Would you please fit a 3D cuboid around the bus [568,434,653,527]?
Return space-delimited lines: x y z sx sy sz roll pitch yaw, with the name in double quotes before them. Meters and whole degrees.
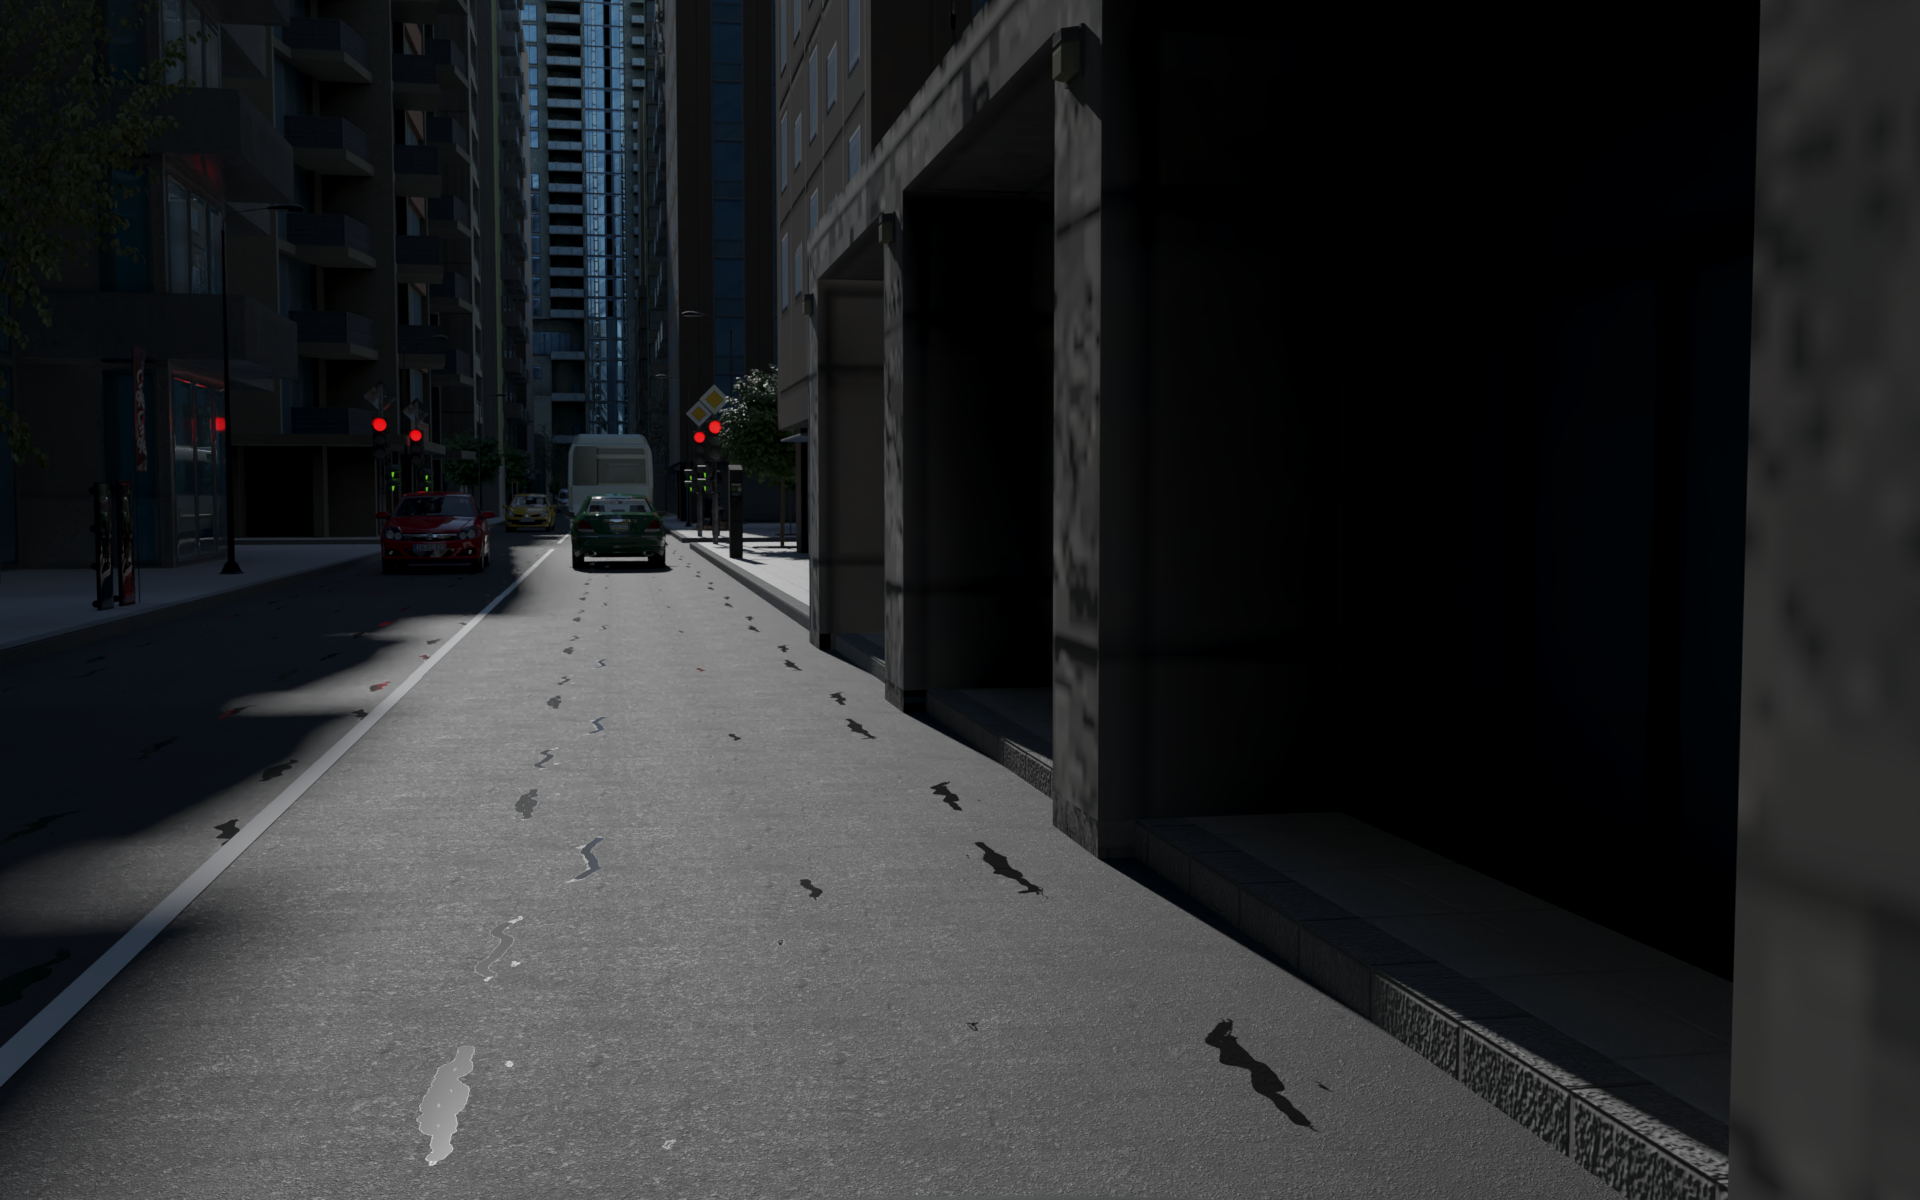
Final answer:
"bus" -11.995 -3.972 59.796 2.948 3.499 13.247 -1 4 -11

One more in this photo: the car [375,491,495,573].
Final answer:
"car" -9.917 -1.458 32.887 2.155 1.783 4.494 -1 4 -13

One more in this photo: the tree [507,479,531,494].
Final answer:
"tree" -29.123 -7.301 113.978 1.663 3.219 1.824 0 3 0

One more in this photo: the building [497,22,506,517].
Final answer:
"building" -31.772 -24.895 90.635 14.154 41.232 14.086 -1 4 -11

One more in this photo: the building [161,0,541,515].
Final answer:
"building" -45.860 -31.607 136.382 23.786 49.044 30.456 -1 4 -11

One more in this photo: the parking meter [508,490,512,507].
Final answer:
"parking meter" -29.871 -6.709 115.409 0.399 1.863 0.255 1 4 19

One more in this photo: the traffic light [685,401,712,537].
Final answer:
"traffic light" -7.870 -3.869 52.176 0.839 4.253 0.868 -1 4 -11

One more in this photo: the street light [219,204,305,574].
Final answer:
"street light" -11.186 -3.379 27.781 1.470 5.913 1.316 -1 4 -11

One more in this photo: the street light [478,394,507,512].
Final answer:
"street light" -21.684 -6.588 80.262 1.470 5.913 1.316 -1 4 -11

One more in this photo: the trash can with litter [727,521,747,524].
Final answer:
"trash can with litter" -10.049 -3.859 74.157 2.233 1.210 1.678 -1 4 -22

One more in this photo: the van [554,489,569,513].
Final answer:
"van" -30.395 -7.783 134.258 2.013 2.044 4.112 -1 4 -12

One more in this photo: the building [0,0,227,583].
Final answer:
"building" -27.289 -24.848 25.871 30.456 49.044 23.786 -1 4 -11

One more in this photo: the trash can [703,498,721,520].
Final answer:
"trash can" -9.654 -3.419 67.547 0.748 1.137 0.748 0 3 0

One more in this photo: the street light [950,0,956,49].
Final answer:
"street light" -0.594 -2.608 15.181 1.470 5.913 1.316 -1 4 -11

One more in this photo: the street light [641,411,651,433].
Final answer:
"street light" -16.985 -7.606 96.902 1.470 5.913 1.316 -1 4 -11

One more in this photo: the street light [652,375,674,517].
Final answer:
"street light" -11.168 -5.820 67.699 1.470 5.913 1.316 -1 4 -11

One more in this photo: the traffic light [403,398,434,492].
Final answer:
"traffic light" -15.819 -3.770 50.566 0.839 4.253 0.868 -1 4 -11

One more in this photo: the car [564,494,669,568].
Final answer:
"car" -6.981 -1.435 35.268 2.131 1.459 4.920 -1 4 -12

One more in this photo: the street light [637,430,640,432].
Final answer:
"street light" -22.831 -9.375 125.825 1.470 5.913 1.316 -1 4 -11

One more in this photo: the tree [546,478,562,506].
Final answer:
"tree" -45.498 -12.321 196.044 1.663 3.219 1.824 0 3 0

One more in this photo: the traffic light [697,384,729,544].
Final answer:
"traffic light" -6.294 -3.390 44.347 0.839 4.253 0.868 -1 4 -11

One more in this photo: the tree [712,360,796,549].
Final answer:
"tree" -4.214 -3.513 41.156 4.285 4.588 4.351 0 3 0

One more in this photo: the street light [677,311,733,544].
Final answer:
"street light" -6.382 -4.390 44.317 1.470 5.913 1.316 -1 4 -11

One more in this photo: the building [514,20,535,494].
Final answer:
"building" -46.938 -31.173 159.786 14.600 45.320 14.200 -1 4 -11

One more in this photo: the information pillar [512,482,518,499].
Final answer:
"information pillar" -26.347 -6.002 102.623 0.304 2.012 0.304 0 4 -3

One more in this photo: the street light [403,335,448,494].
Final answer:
"street light" -15.678 -4.782 50.727 1.470 5.913 1.316 -1 4 -11

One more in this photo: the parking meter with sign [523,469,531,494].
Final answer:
"parking meter with sign" -30.206 -7.558 119.830 0.543 3.016 1.738 -2 4 -30

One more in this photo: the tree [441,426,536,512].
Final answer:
"tree" -23.474 -6.083 83.165 4.285 4.588 4.351 0 3 0

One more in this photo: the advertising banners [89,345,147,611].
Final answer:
"advertising banners" -9.609 -1.448 19.869 0.090 3.025 2.074 -1 4 -9

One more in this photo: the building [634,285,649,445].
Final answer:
"building" -15.822 -19.272 160.134 27.650 21.520 28.899 -1 4 -11

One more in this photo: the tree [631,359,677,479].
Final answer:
"tree" -15.248 -8.715 92.851 4.360 8.622 3.978 0 3 0

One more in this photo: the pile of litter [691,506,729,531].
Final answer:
"pile of litter" -8.596 -2.879 61.030 1.719 0.858 1.176 2 4 24

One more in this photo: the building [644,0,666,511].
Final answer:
"building" -17.739 -27.741 137.164 14.154 41.232 14.086 -1 4 -11

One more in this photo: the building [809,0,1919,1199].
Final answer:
"building" 10.578 -34.752 6.448 20.563 71.187 20.611 -1 4 -11

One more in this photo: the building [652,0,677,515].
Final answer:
"building" -8.469 -30.149 112.542 23.786 49.044 30.456 -1 4 -11

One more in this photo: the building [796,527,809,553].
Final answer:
"building" 4.108 -23.345 31.805 14.600 45.320 14.200 -1 4 -11

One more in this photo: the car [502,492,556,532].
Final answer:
"car" -16.530 -3.451 66.643 2.015 1.641 3.980 -1 4 -10

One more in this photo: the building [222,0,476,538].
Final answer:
"building" -29.410 -24.854 60.992 22.147 44.769 28.867 -1 4 -11

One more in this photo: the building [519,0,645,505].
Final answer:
"building" -45.931 -55.231 215.695 31.000 86.520 22.319 -1 4 -11

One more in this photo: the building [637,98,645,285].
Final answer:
"building" -28.734 -33.248 193.709 14.600 45.320 14.200 -1 4 -11

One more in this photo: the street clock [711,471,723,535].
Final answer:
"street clock" -7.585 -3.011 53.803 0.358 2.002 0.471 -3 5 -39

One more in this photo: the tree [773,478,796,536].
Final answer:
"tree" -5.351 -3.624 53.855 1.663 3.219 1.824 0 3 0

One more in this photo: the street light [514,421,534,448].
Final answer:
"street light" -27.612 -8.379 109.533 1.470 5.913 1.316 -1 4 -11

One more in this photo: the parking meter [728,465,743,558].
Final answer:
"parking meter" -4.494 -1.774 34.710 0.255 1.863 0.399 -1 4 -12

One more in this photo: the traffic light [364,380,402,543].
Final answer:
"traffic light" -14.243 -3.292 42.737 0.839 4.253 0.868 -1 4 -11

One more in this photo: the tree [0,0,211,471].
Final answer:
"tree" -9.620 -4.041 16.426 4.737 8.622 4.395 0 3 0

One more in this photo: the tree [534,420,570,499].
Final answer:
"tree" -41.139 -13.681 174.041 4.360 8.622 3.978 0 3 0

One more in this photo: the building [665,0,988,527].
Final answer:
"building" -6.758 -26.423 82.123 14.600 45.320 14.200 -1 4 -11
